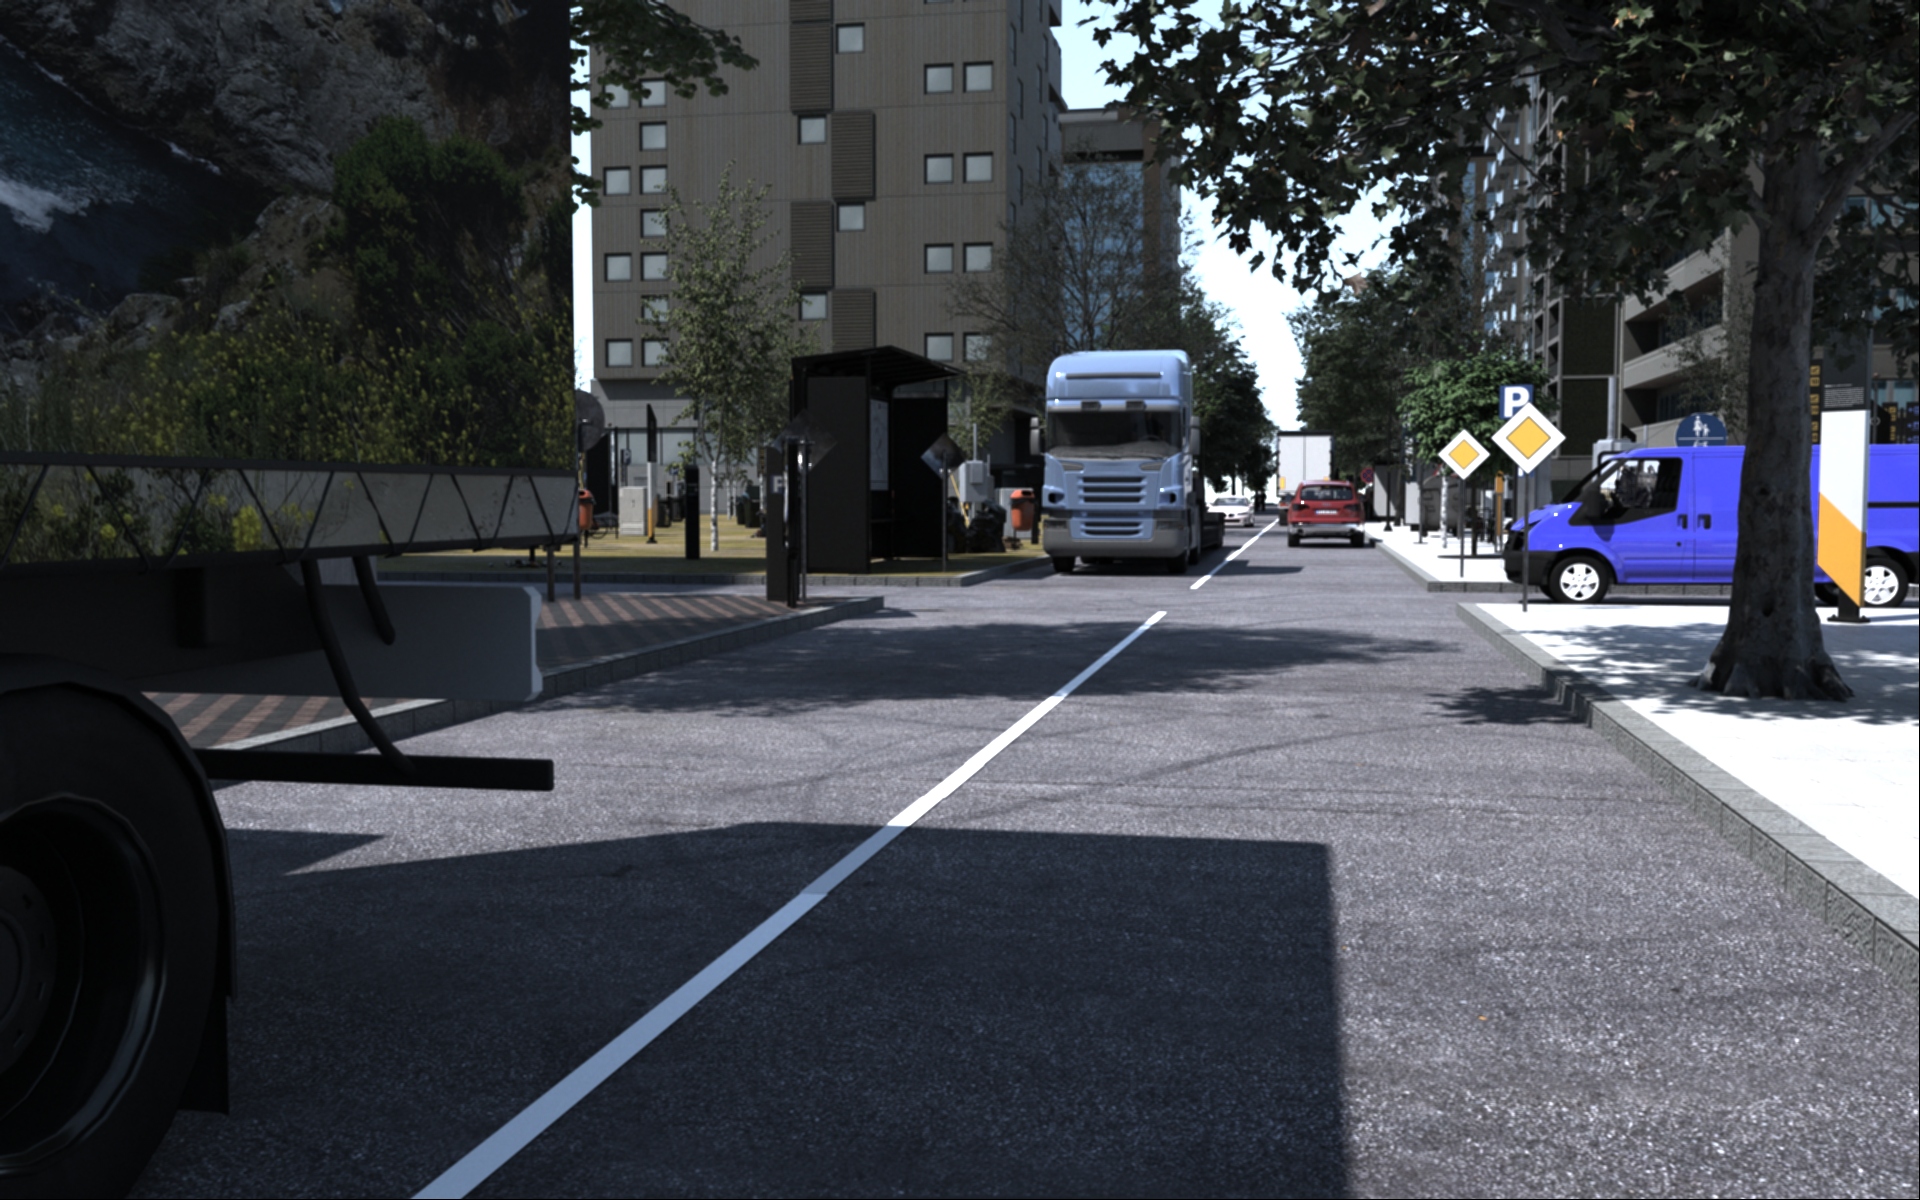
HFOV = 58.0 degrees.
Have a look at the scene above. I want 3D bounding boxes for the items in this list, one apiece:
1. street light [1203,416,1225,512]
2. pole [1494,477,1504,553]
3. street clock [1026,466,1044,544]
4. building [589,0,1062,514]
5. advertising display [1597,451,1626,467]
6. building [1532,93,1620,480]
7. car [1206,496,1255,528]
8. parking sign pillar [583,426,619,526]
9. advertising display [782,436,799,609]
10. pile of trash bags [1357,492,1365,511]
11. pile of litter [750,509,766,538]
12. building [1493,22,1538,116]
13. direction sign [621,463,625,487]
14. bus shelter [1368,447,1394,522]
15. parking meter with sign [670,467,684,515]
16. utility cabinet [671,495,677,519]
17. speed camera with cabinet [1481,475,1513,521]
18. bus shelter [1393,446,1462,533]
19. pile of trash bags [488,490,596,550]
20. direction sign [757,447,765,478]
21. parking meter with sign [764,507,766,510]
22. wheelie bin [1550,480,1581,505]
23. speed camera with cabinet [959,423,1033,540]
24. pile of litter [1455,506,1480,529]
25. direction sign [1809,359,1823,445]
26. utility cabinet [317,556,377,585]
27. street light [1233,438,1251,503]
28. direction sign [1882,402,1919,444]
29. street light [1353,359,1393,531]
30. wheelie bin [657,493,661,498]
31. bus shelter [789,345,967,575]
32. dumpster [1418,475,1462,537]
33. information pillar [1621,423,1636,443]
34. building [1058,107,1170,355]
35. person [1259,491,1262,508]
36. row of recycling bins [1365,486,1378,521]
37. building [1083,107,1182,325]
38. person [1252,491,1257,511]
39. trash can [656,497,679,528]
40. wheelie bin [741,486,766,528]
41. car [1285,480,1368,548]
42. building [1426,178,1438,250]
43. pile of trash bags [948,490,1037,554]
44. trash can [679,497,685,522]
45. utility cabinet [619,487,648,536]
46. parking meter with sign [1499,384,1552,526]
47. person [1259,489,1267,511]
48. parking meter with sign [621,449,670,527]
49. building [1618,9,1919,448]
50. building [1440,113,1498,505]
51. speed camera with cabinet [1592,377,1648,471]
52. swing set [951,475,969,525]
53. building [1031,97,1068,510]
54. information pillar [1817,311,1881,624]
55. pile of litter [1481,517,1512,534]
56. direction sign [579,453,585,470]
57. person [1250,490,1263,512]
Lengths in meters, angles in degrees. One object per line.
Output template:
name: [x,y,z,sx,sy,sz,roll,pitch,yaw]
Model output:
street light: [15.137,-8.013,103.557,1.470,5.913,1.316,1,4,11]
pole: [11.739,-2.679,37.643,0.158,3.312,0.155,0,3,0]
street clock: [1.916,-2.425,44.221,0.471,2.002,0.358,0,4,4]
building: [-7.775,-32.436,119.575,28.713,52.752,27.495,1,4,11]
advertising display: [10.037,-1.266,25.907,0.974,1.923,0.123,1,4,16]
building: [49.121,-41.575,118.007,20.563,71.187,20.611,1,4,11]
car: [11.794,-3.854,75.371,2.083,1.381,4.827,1,4,12]
parking sign pillar: [-14.233,-4.900,68.593,1.447,3.967,1.447,-2,4,-31]
advertising display: [-1.938,-0.891,19.781,0.123,1.923,0.974,-1,4,-9]
pile of trash bags: [22.867,-5.366,97.489,1.912,1.369,3.447,2,4,28]
pile of litter: [-5.582,-2.276,51.176,1.176,0.858,1.719,-3,5,-40]
building: [55.777,-32.065,143.873,23.786,49.044,30.456,1,4,11]
direction sign: [-21.084,-7.113,108.289,0.379,3.537,0.876,-2,4,-24]
bus shelter: [19.409,-5.123,77.690,2.014,3.302,5.546,1,4,11]
parking meter with sign: [-17.382,-6.772,106.977,0.543,3.016,1.738,-2,4,-29]
utility cabinet: [-15.080,-4.904,91.339,0.306,1.237,1.020,0,4,-8]
speed camera with cabinet: [25.609,-5.385,82.379,2.038,3.252,0.660,-3,5,-41]
bus shelter: [15.513,-3.851,56.880,2.014,3.302,5.546,1,4,11]
pile of trash bags: [-10.229,-1.890,40.654,3.447,1.369,1.912,0,4,7]
direction sign: [-9.233,-5.550,82.744,0.876,3.537,0.379,0,4,-2]
parking meter with sign: [-5.777,-3.829,58.863,1.738,3.016,0.543,1,4,14]
wheelie bin: [13.289,-1.847,38.106,0.980,1.594,0.693,1,4,11]
speed camera with cabinet: [1.024,-3.327,48.733,2.038,3.252,0.660,-1,4,-19]
pile of litter: [18.758,-3.067,64.118,1.719,0.858,1.176,0,4,-1]
direction sign: [14.467,-2.261,28.960,0.379,3.537,0.876,-3,5,-43]
utility cabinet: [-6.203,-0.367,17.156,0.306,1.237,1.020,1,4,18]
street light: [23.291,-10.484,143.959,1.470,5.913,1.316,1,4,11]
direction sign: [23.172,-3.101,42.700,0.876,3.537,0.379,2,4,28]
street light: [14.226,-5.327,59.644,1.470,5.913,1.316,1,4,11]
wheelie bin: [-12.982,-3.940,72.323,0.980,1.594,0.693,-1,4,-11]
bus shelter: [-1.324,-2.404,30.587,1.731,3.624,6.357,1,4,11]
dumpster: [14.401,-2.817,51.818,1.264,1.857,1.865,1,4,11]
information pillar: [21.866,-4.001,56.775,0.504,3.616,0.183,1,4,15]
building: [17.275,-33.931,204.874,14.600,45.320,14.200,1,4,11]
person: [30.728,-10.220,176.125,0.750,1.759,0.617,1,4,11]
row of recycling bins: [20.381,-4.762,84.966,1.069,1.692,3.534,1,4,16]
building: [16.485,-39.865,241.035,28.713,52.752,27.495,1,4,11]
person: [25.291,-8.508,148.390,0.721,1.735,1.217,-1,4,-13]
trash can: [-11.314,-3.323,65.980,0.748,1.137,0.748,0,3,0]
wheelie bin: [-7.820,-3.522,65.486,0.980,1.594,0.693,-2,4,-33]
car: [10.145,-2.407,48.033,2.281,1.827,5.304,1,4,12]
building: [74.278,-37.735,236.575,23.786,49.044,30.456,1,4,11]
pile of trash bags: [0.287,-1.740,38.200,3.447,1.369,1.912,-3,4,-38]
trash can: [-13.135,-4.200,80.322,0.748,1.137,0.748,0,3,0]
utility cabinet: [-9.984,-2.722,53.175,1.173,1.500,0.318,3,5,40]
parking meter with sign: [9.390,-1.963,28.351,0.543,3.016,1.738,3,4,38]
person: [25.127,-8.290,143.674,0.705,1.869,1.348,3,5,43]
parking meter with sign: [-12.298,-4.350,67.384,1.738,3.016,0.543,2,4,24]
building: [38.312,-27.007,65.264,21.300,48.544,21.600,1,4,11]
building: [63.187,-33.712,201.297,14.600,45.320,14.200,1,4,11]
speed camera with cabinet: [11.441,-2.107,28.792,0.660,3.252,2.038,-1,4,-21]
swing set: [-1.696,-4.548,71.973,2.862,2.851,3.119,3,5,41]
building: [-4.783,-27.750,145.600,32.217,40.220,23.993,1,4,11]
information pillar: [8.845,-1.586,17.283,0.183,3.616,0.504,-2,4,-30]
pile of litter: [17.777,-2.542,55.535,1.176,0.858,1.719,-1,4,-13]
direction sign: [-19.372,-5.991,89.943,0.876,3.537,0.379,2,4,28]
person: [23.830,-7.953,139.258,1.217,1.736,0.721,3,5,41]
